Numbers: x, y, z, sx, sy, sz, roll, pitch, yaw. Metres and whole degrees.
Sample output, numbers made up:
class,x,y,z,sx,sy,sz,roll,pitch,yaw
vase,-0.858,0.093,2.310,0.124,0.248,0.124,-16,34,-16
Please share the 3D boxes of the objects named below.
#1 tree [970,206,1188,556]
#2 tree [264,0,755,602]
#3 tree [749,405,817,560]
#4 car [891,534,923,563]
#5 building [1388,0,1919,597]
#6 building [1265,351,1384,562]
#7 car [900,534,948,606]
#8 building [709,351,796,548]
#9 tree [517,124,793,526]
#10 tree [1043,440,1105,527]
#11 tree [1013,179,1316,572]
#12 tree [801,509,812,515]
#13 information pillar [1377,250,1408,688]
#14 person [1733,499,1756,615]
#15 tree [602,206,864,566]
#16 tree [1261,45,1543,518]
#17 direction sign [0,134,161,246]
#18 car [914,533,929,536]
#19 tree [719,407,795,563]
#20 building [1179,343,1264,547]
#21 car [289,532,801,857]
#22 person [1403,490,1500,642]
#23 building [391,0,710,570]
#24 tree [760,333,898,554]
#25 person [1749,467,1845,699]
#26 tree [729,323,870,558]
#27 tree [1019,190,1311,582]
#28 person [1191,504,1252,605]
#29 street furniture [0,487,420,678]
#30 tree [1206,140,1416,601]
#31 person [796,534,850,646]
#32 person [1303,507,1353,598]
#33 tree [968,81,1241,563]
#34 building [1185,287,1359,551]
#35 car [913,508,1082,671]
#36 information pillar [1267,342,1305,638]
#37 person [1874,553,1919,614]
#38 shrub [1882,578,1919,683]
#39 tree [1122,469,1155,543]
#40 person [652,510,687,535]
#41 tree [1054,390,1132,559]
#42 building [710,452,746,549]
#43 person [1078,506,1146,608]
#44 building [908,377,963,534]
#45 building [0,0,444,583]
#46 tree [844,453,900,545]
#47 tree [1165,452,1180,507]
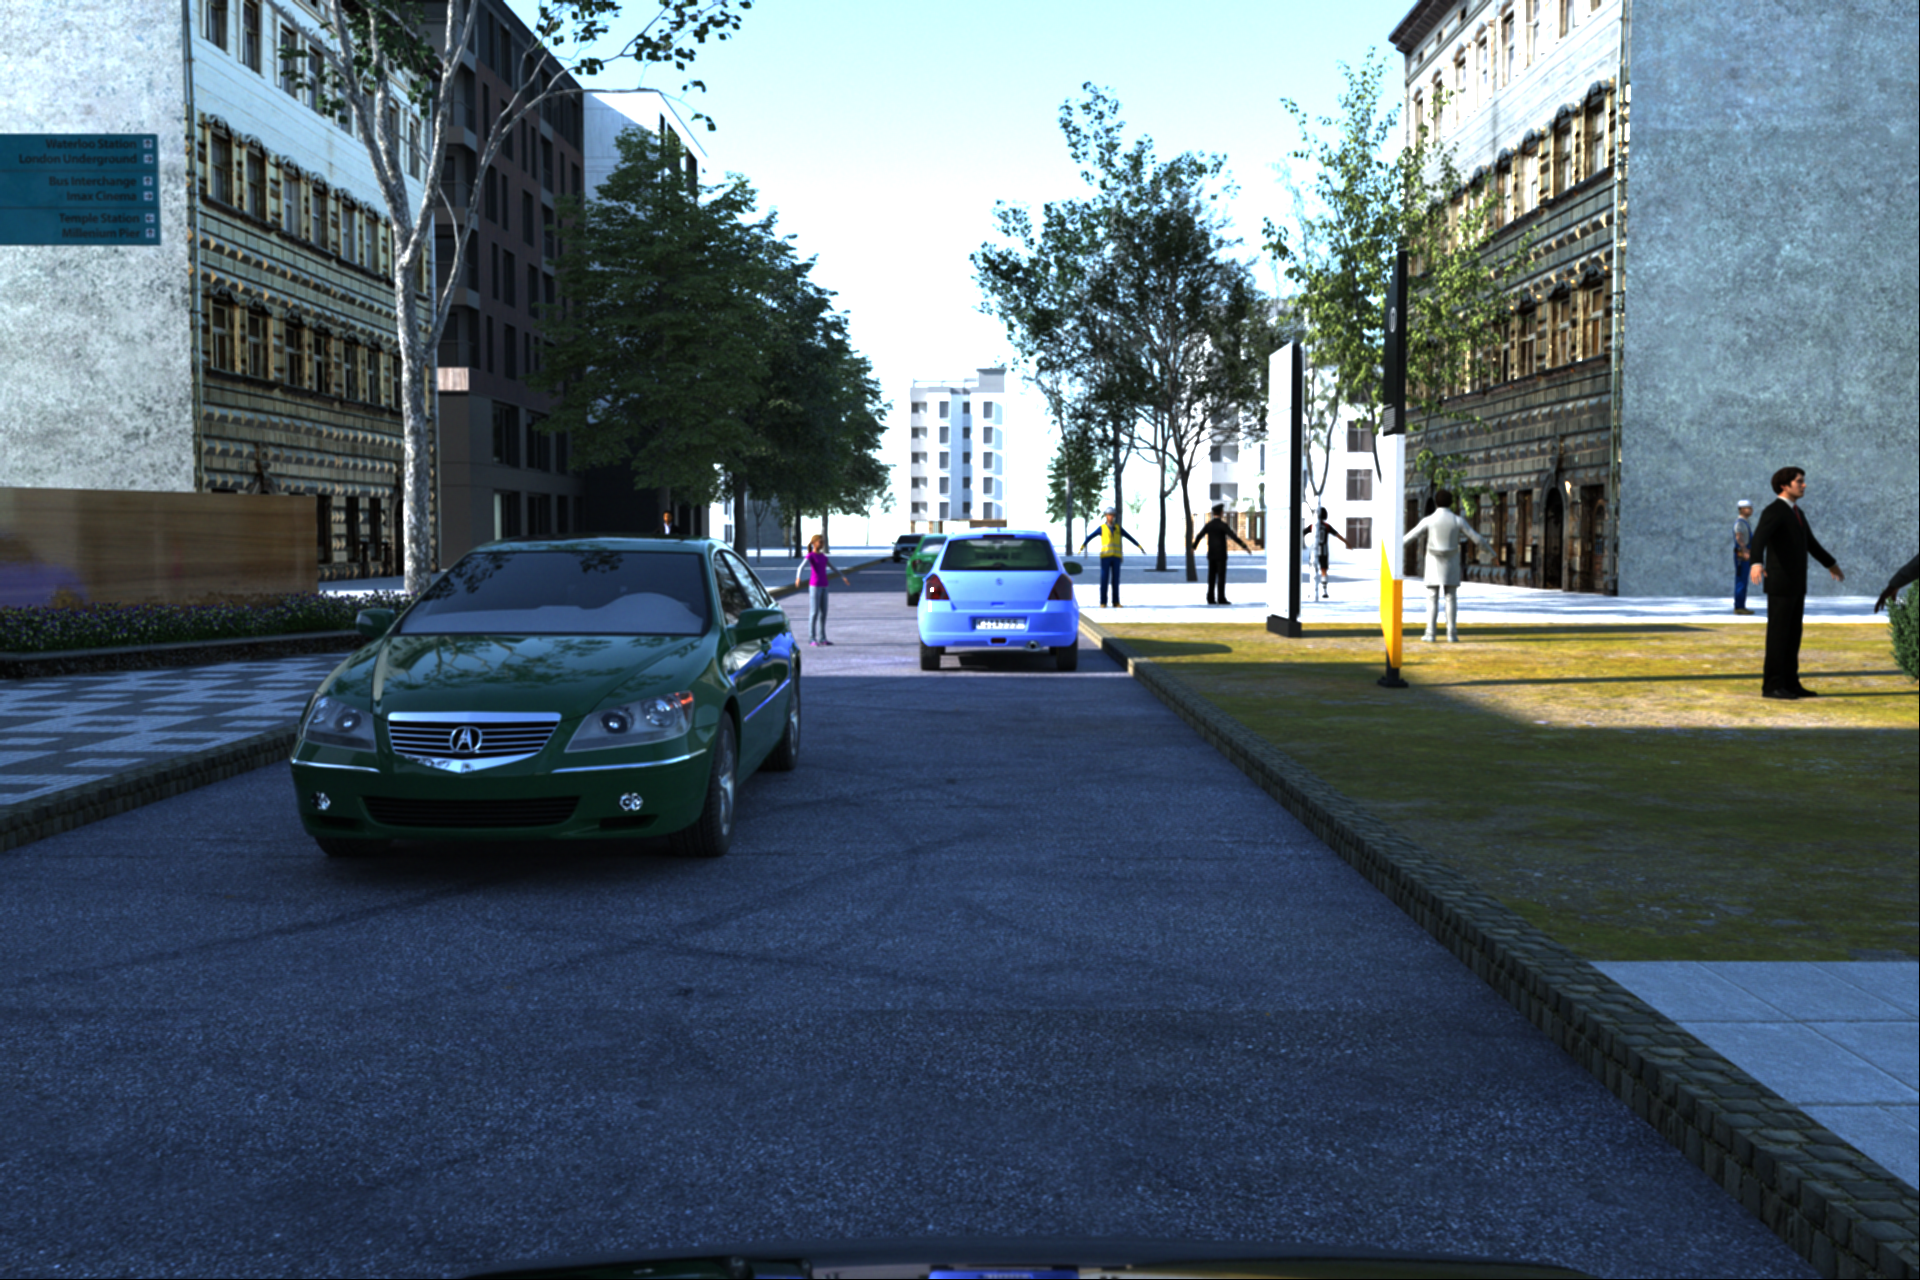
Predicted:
class,x,y,z,sx,sy,sz,roll,pitch,yaw
tree,7.143,-14.975,100.724,12.611,20.169,13.585,0,3,0
tree,-8.213,-10.370,25.447,12.611,20.169,13.585,0,3,0
tree,-8.677,-8.300,86.064,4.737,8.622,4.395,0,3,0
car,-2.483,-4.789,88.088,2.009,1.686,4.222,0,4,0
building,22.684,-13.019,43.784,19.493,23.208,18.063,0,4,0
building,20.739,-8.407,79.596,9.099,9.664,28.070,0,4,1
car,-0.184,-1.474,35.903,2.131,1.459,4.920,0,4,-1
building,-26.000,-20.929,173.116,19.493,23.208,18.063,0,4,0
tree,-8.571,-8.017,49.199,7.486,12.596,7.792,0,3,0
tree,13.296,-17.361,201.972,7.486,12.596,7.792,0,3,0
tree,7.088,-9.113,59.359,12.009,13.543,11.850,0,3,0
tree,-20.103,-16.325,201.333,7.601,10.594,8.767,0,4,-2
information pillar,3.652,-1.421,14.587,0.183,3.616,0.504,0,4,1
person,12.512,-1.330,27.605,0.705,1.847,1.347,2,4,28
tree,-8.604,-9.779,66.541,9.857,13.997,8.962,0,3,0
tree,6.598,-4.653,26.442,4.737,8.622,4.395,0,3,0
direction sign,-6.034,-1.357,10.946,2.525,3.948,1.411,0,4,0
car,-2.225,-5.515,99.208,2.155,1.783,4.494,0,4,0
tree,-8.867,-7.731,76.763,4.360,8.622,3.978,0,3,0
building,26.743,-19.178,169.977,16.016,20.090,11.380,0,3,0
car,-1.919,0.159,9.205,2.131,1.459,4.920,0,4,1
person,5.736,-0.882,20.613,1.347,1.806,0.705,1,4,9
building,-27.818,-14.315,78.027,27.936,21.610,32.646,0,4,1
tree,-8.633,-12.463,110.417,9.857,13.997,8.962,0,3,0
person,6.504,-0.452,13.574,1.347,1.806,0.705,-3,4,-38
tree,-8.717,-10.656,92.355,7.486,12.596,7.792,0,3,0
tree,6.110,-6.879,46.889,8.767,10.594,7.601,-2,4,-34
person,4.717,-1.570,31.604,0.705,1.837,1.347,-3,5,-44
street furniture,-8.910,-0.759,19.268,9.812,1.723,11.010,1,4,22
tree,6.775,-5.038,32.736,4.360,8.622,3.978,0,3,0
person,-1.770,-0.642,22.213,0.599,1.433,0.991,3,4,38
person,7.211,-1.751,34.769,1.345,1.843,0.704,1,4,9
tree,5.760,-13.436,75.570,12.611,20.169,13.585,0,3,0
building,23.425,-17.337,139.873,16.016,20.090,11.380,0,4,0
car,0.425,-0.605,19.488,1.945,1.707,3.694,0,4,1
information pillar,4.142,-1.881,22.075,0.184,3.620,1.656,0,4,1
person,5.016,-0.117,8.050,1.348,1.813,0.705,2,4,25
shrub,8.369,-0.216,14.656,1.383,1.207,1.383,0,3,0
tree,20.418,-15.023,195.994,4.360,8.622,3.978,0,3,0
person,-5.648,-1.636,33.462,1.216,1.740,0.721,0,4,0
tree,6.552,-8.445,88.432,4.737,8.622,4.395,0,3,0
building,-22.948,-12.720,150.115,9.099,9.664,28.070,0,4,1
person,2.636,-1.447,30.126,1.216,1.772,0.721,-1,4,-11
building,-5.718,-20.942,201.276,11.380,20.090,16.016,0,4,1
building,-26.171,-13.201,46.768,19.493,23.208,18.063,0,4,0
tree,-10.389,-16.230,199.777,7.601,10.594,8.767,0,4,-1
tree,27.442,-16.866,201.516,9.928,11.665,9.643,0,3,0
